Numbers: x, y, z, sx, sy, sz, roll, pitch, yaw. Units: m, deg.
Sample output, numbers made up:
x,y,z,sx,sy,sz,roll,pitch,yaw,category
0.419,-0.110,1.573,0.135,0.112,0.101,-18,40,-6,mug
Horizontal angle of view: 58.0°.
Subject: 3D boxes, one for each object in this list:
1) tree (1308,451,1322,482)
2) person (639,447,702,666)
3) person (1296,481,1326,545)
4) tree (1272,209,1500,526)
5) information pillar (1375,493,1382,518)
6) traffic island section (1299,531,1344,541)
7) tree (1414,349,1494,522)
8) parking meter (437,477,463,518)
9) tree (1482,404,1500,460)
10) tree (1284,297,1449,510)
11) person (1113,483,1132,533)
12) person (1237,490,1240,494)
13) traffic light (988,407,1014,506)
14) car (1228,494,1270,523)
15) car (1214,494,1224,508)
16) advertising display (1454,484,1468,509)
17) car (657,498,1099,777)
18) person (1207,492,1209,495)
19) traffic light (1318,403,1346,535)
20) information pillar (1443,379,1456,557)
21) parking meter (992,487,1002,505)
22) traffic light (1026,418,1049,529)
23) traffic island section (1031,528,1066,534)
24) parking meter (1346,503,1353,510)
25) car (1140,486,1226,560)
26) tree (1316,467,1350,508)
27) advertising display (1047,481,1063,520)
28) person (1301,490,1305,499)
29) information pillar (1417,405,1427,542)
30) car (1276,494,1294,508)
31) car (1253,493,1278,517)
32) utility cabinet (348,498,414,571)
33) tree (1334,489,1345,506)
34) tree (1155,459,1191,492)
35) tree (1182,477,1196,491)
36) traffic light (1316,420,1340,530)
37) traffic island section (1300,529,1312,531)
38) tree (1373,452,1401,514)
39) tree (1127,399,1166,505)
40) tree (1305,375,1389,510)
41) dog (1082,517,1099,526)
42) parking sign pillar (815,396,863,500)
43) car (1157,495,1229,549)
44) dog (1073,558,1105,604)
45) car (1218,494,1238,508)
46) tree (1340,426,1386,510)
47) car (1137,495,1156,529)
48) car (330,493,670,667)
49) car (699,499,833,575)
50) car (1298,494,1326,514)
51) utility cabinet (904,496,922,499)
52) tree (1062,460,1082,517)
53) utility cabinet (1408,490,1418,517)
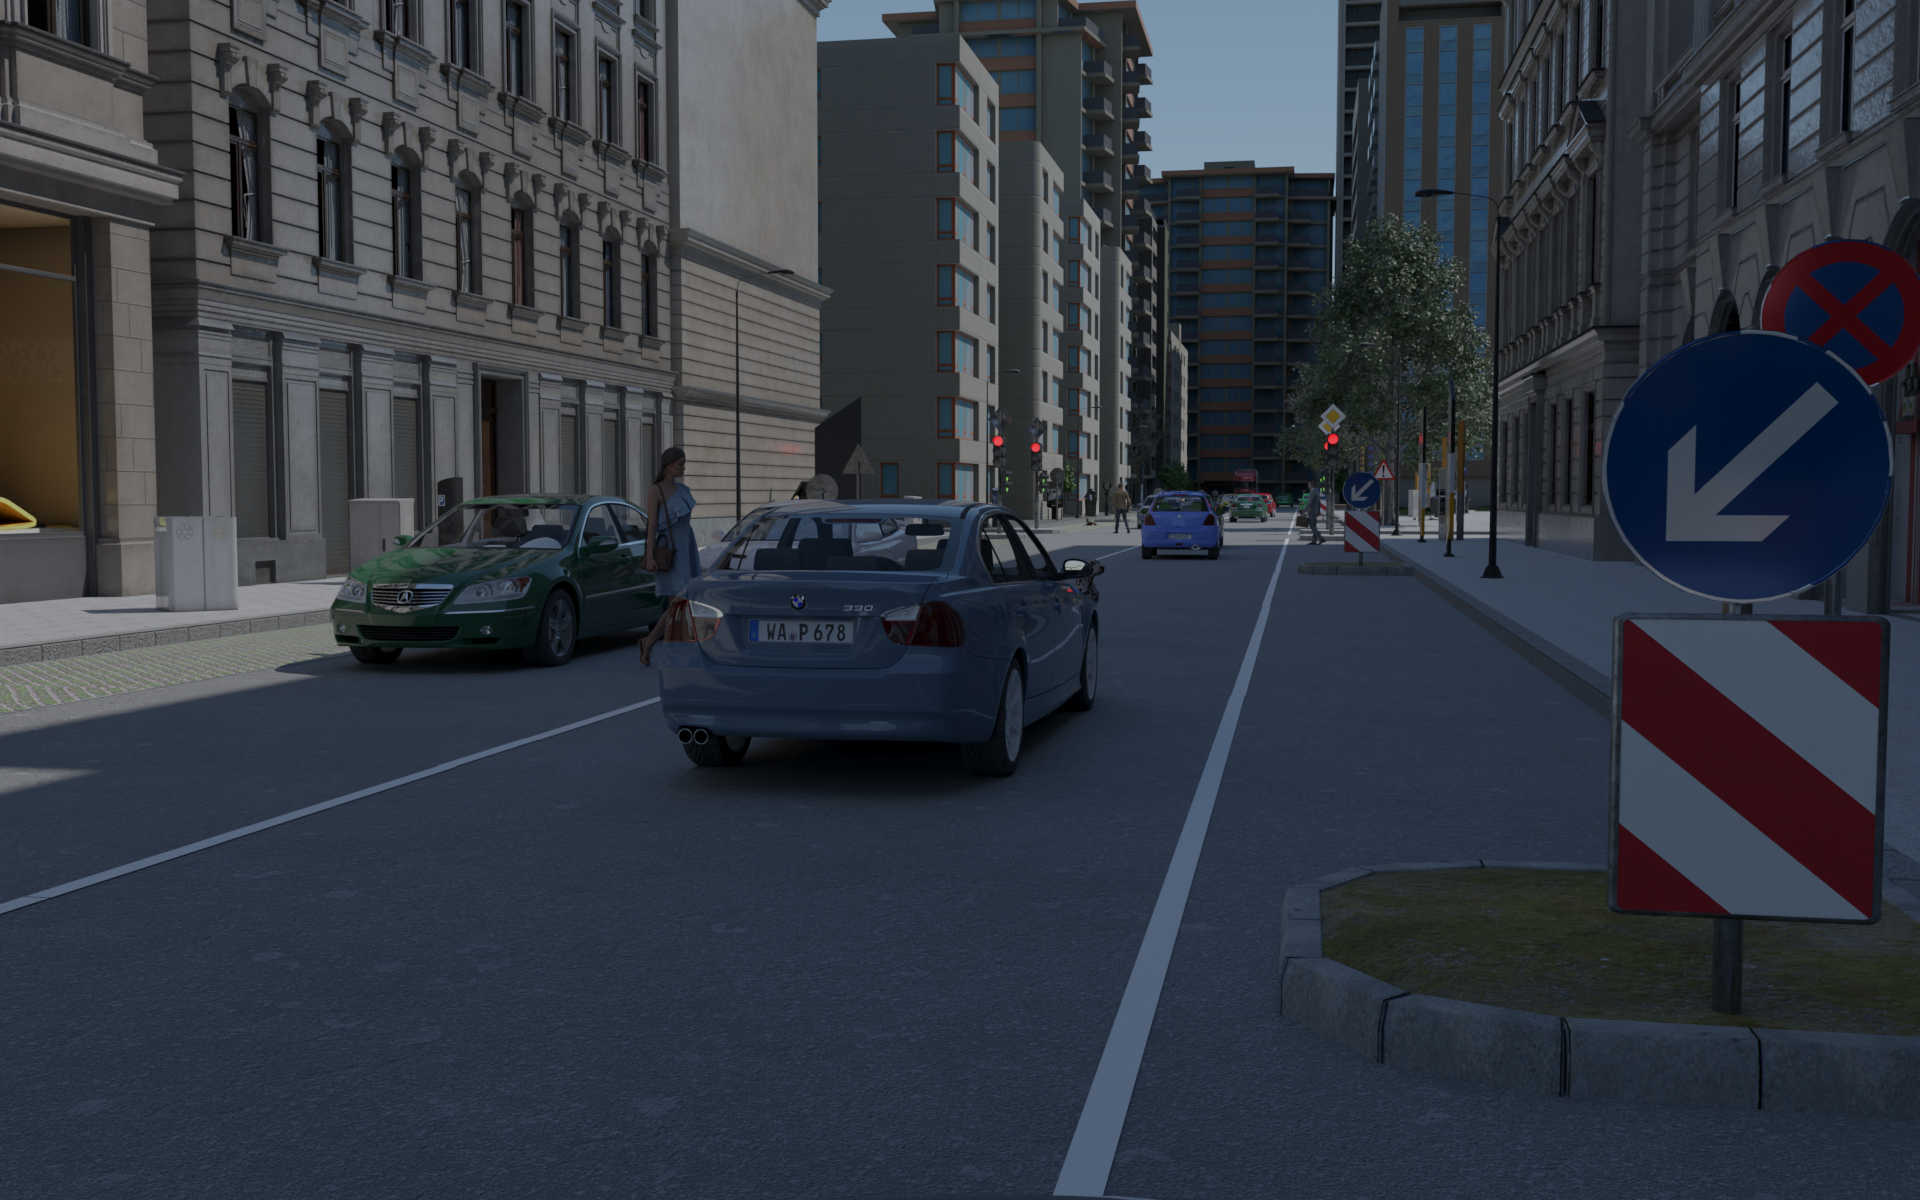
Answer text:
x,y,z,sx,sy,sz,roll,pitch,yaw,category
44.582,-15.920,210.646,4.737,8.622,4.395,0,3,0,tree
-2.371,-0.332,14.018,0.778,1.811,0.616,2,4,35,person
9.947,-2.463,48.896,0.853,1.813,0.709,2,4,24,person
17.512,-9.355,69.956,9.611,12.733,9.660,0,3,0,tree
21.294,-5.106,87.972,0.304,2.012,0.304,2,4,30,information pillar
11.596,-1.937,53.949,2.009,0.180,2.903,1,4,11,traffic island section
22.947,-7.922,79.888,4.737,8.622,4.395,0,3,0,tree
-7.585,-1.064,25.807,0.372,1.533,0.369,0,3,0,parking meter
36.323,-10.150,116.319,4.360,8.622,3.978,0,3,0,tree
23.512,-11.417,97.036,12.009,13.543,11.850,0,3,0,tree
5.917,-3.345,63.102,0.656,1.842,0.836,-2,4,-35,person
28.192,-10.182,175.115,0.705,1.807,1.348,0,4,1,person
1.292,-4.093,55.846,0.839,4.253,0.868,1,4,11,traffic light
14.791,-4.704,88.707,2.131,1.459,4.920,1,4,12,car
24.470,-9.019,159.256,2.131,1.459,4.920,1,4,12,car
33.471,-6.770,115.897,0.974,1.923,0.123,2,4,34,advertising display
-0.284,0.110,10.208,2.014,1.417,4.499,1,4,13,car
31.194,-12.795,218.426,0.721,1.735,1.217,-1,4,-23,person
11.559,-3.971,53.843,0.839,4.253,0.868,1,4,11,traffic light
9.988,-2.684,35.243,0.183,3.616,0.504,1,4,8,information pillar
1.417,-3.558,66.584,0.372,1.533,0.369,0,3,0,parking meter
2.839,-4.572,63.681,0.839,4.253,0.868,1,4,11,traffic light
2.802,-2.541,63.823,2.009,0.180,2.903,1,4,11,traffic island section
25.766,-6.658,114.567,0.399,1.863,0.255,2,4,31,parking meter
5.031,-1.812,39.220,1.945,1.707,3.694,1,4,9,car
35.646,-11.135,165.769,4.285,4.588,4.351,0,3,0,tree
4.761,-4.994,86.869,0.974,1.923,0.123,3,5,42,advertising display
29.954,-8.691,151.143,0.434,1.755,0.990,2,4,27,person
12.293,-3.346,46.057,0.183,3.616,0.504,0,4,3,information pillar
34.702,-10.778,185.020,1.959,1.807,4.718,1,4,12,car
18.861,-6.098,108.746,2.155,1.783,4.494,1,4,13,car
-8.330,-0.842,24.936,1.020,1.237,0.306,2,4,29,utility cabinet
41.351,-11.840,188.189,1.663,3.219,1.824,0,3,0,tree
19.787,-10.815,160.538,4.285,4.588,4.351,0,3,0,tree
25.266,-11.908,189.289,1.663,3.219,1.824,0,3,0,tree
13.106,-4.450,61.677,0.839,4.253,0.868,1,4,11,traffic light
13.143,-2.416,61.783,2.009,0.180,2.903,1,4,11,traffic island section
19.320,-5.184,79.353,1.663,3.219,1.824,0,3,0,tree
13.886,-11.245,134.223,4.360,8.622,3.978,0,3,0,tree
30.884,-12.828,135.495,9.928,11.665,9.643,0,3,0,tree
5.862,-3.520,77.745,0.550,0.427,0.748,-2,4,-35,dog
-3.346,-3.627,47.767,1.447,3.967,1.447,0,4,0,parking sign pillar
6.181,-2.137,46.743,2.131,1.459,4.920,1,4,10,car
1.179,-0.005,16.918,0.513,0.831,0.800,1,4,8,dog
21.965,-7.965,140.447,2.015,1.641,3.980,1,4,12,car
25.091,-9.630,107.813,4.360,8.622,3.978,0,3,0,tree
8.414,-3.675,72.090,2.014,1.417,4.499,1,4,12,car
-3.927,-0.257,15.994,2.131,1.459,4.920,1,4,11,car
-1.779,-0.503,20.587,2.083,1.381,4.827,1,4,13,car
25.300,-7.073,124.447,1.959,1.807,4.718,1,4,11,car
-1.417,-2.540,52.690,0.306,1.237,1.020,1,4,13,utility cabinet
6.077,-6.236,96.559,1.663,3.219,1.824,0,3,0,tree
25.316,-5.354,96.218,0.318,1.500,1.173,3,5,40,utility cabinet
